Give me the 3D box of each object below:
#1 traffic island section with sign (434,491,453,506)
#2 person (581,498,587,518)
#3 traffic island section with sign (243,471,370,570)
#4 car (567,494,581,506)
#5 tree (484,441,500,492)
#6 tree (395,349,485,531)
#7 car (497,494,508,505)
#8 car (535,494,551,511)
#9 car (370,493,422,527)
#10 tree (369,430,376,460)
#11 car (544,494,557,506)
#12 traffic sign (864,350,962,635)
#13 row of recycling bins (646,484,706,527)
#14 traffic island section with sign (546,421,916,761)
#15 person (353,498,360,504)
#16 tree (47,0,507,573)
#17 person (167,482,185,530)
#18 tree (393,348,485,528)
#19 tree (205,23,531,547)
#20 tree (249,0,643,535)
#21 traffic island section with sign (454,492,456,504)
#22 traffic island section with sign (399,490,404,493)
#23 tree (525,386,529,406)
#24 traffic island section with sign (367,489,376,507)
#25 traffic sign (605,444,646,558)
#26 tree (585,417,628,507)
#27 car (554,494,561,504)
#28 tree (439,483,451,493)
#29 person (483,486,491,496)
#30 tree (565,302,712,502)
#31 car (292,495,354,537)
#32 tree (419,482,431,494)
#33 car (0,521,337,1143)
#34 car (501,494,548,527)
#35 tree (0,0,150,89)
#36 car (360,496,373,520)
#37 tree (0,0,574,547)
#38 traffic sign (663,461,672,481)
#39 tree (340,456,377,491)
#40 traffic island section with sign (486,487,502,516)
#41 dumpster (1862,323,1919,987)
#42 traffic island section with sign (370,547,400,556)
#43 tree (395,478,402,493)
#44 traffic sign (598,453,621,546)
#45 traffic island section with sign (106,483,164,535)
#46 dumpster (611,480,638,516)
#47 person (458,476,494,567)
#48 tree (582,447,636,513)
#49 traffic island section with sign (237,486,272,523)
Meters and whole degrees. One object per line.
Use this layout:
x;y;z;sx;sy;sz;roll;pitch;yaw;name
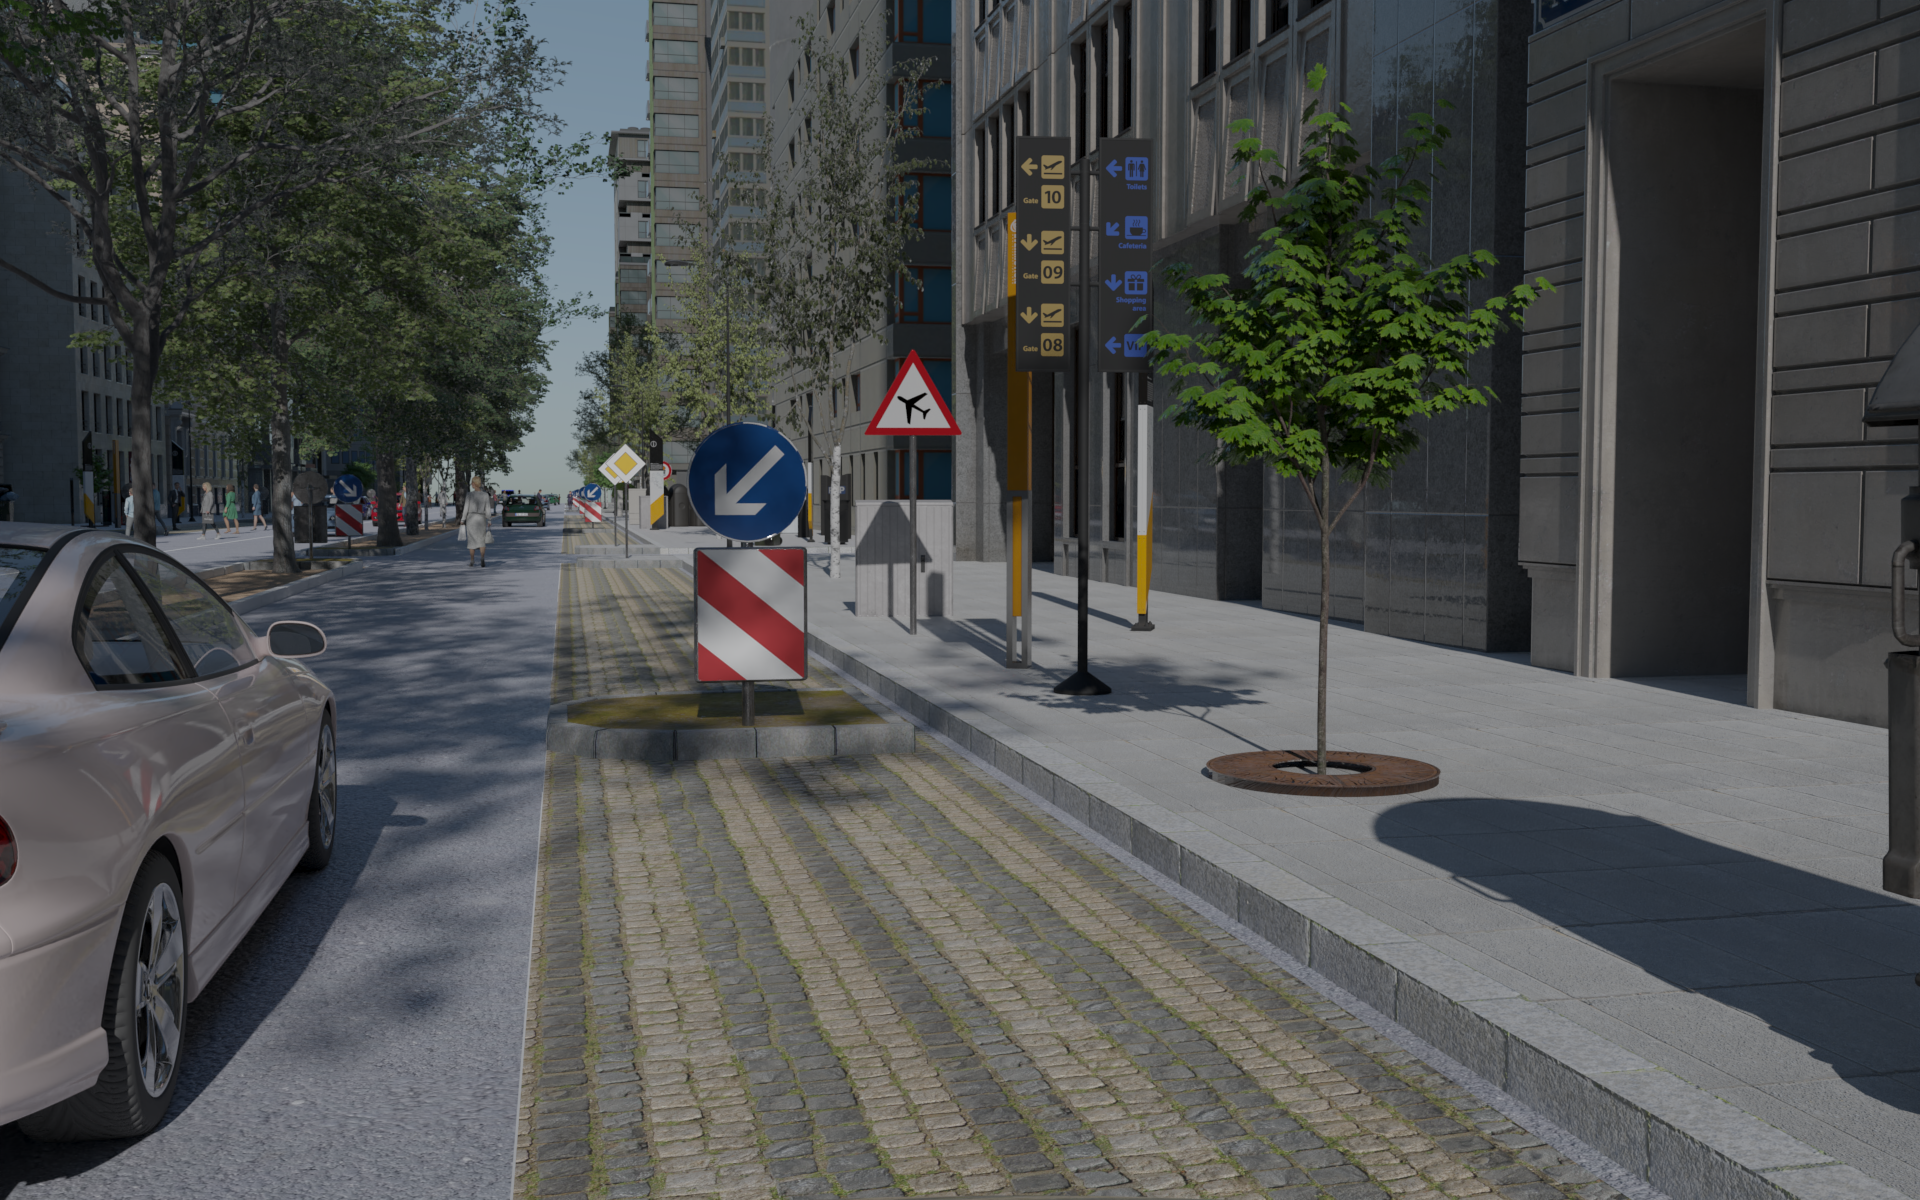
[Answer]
-64.288;-12.641;215.311;1.989;1.847;2.006;-1;4;-13;traffic island section with sign
-22.230;-5.733;102.474;0.600;1.795;0.529;1;4;14;person
-12.663;-1.553;33.525;2.006;1.907;1.989;-1;4;-13;traffic island section with sign
-47.883;-12.566;215.243;2.009;1.686;4.222;-1;4;-11;car
-24.784;-8.203;86.931;4.360;8.622;3.978;0;3;0;tree
-20.774;-6.994;67.174;4.360;8.622;3.978;0;3;0;tree
-56.063;-12.360;211.877;2.009;1.686;4.222;-1;4;-14;car
-36.879;-8.557;151.913;2.014;1.417;4.499;-1;4;-12;car
-25.256;-4.201;77.722;2.155;1.783;4.494;-1;4;-11;car
-55.885;-13.403;169.503;4.737;8.622;4.395;0;3;0;tree
-51.583;-12.566;217.249;2.131;1.459;4.920;-1;4;-15;car
-0.427;-0.962;15.727;0.884;2.594;0.081;0;4;-8;traffic sign
-10.691;-3.740;68.268;3.534;1.692;1.069;-3;4;-38;row of recycling bins
-1.432;-0.098;10.234;1.989;1.847;2.006;-1;4;-13;traffic island section with sign
-31.787;-5.042;91.107;0.590;1.801;0.661;-2;4;-29;person
-12.012;-6.726;30.550;7.486;12.596;7.792;0;3;0;tree
-30.885;-3.698;68.318;0.474;1.900;0.648;0;4;7;person
-21.746;-7.330;72.671;4.737;8.622;4.395;0;3;0;tree
-15.472;-8.406;46.543;9.857;13.997;8.962;0;3;0;tree
-17.569;-12.258;58.761;12.611;20.169;13.585;0;3;0;tree
-70.299;-14.255;241.697;1.989;1.847;2.006;-1;4;-13;traffic island section with sign
-52.264;-9.412;162.510;1.989;1.847;2.006;-1;4;-13;traffic island section with sign
-26.778;-10.128;93.802;9.928;11.665;9.643;0;3;0;tree
-46.276;-7.804;136.226;1.989;1.847;2.006;-1;4;-13;traffic island section with sign
-6.663;-1.891;34.563;0.795;2.450;0.064;-1;4;-13;traffic sign
-31.098;-12.345;152.203;4.360;8.622;3.978;0;3;0;tree
-55.377;-13.686;235.570;2.131;1.459;4.920;-1;4;-14;car
-75.297;-15.827;253.364;1.663;3.219;1.824;0;3;0;tree
-26.151;-5.357;95.451;0.474;1.900;0.648;1;4;15;person
-15.576;-9.195;84.749;7.601;10.594;8.767;0;4;-7;tree
-21.681;-2.895;59.328;2.014;1.417;4.499;-1;4;-11;car
-67.540;-13.737;219.196;1.663;3.219;1.824;0;3;0;tree
-2.999;0.450;5.013;2.083;1.381;4.827;-1;4;-13;car
-19.105;-4.044;75.905;2.009;1.686;4.222;-1;4;-11;car
-7.747;-5.011;10.137;9.928;11.665;9.643;0;3;0;tree
-33.464;-5.079;95.616;1.945;1.354;3.894;-1;4;-13;car
-10.001;-6.610;20.897;12.009;13.543;11.850;0;3;0;tree
-11.374;-4.036;66.093;0.768;2.556;0.104;0;4;-7;traffic sign
-52.371;-10.225;150.891;4.285;4.588;4.351;0;3;0;tree
-30.987;-6.476;114.019;2.006;1.907;1.989;-1;4;-13;traffic island section with sign
2.695;0.172;2.939;1.264;1.857;1.865;-1;4;-13;dumpster
-14.298;-1.995;40.751;2.006;1.907;1.989;-1;4;-13;traffic island section with sign
-57.111;-10.966;173.889;1.663;3.219;1.824;0;3;0;tree
-8.435;-2.367;42.349;0.795;2.450;0.064;-1;4;-13;traffic sign
-29.071;-3.181;60.642;1.989;1.847;2.006;-1;4;-13;traffic island section with sign
-19.415;-5.978;100.230;1.502;2.255;1.985;-1;4;-13;dumpster
-9.488;-1.532;33.906;0.694;1.780;0.624;-1;4;-11;person
-23.884;-8.313;119.637;4.285;4.588;4.351;0;3;0;tree
-35.062;-4.789;86.926;1.989;1.847;2.006;-1;4;-13;traffic island section with sign
